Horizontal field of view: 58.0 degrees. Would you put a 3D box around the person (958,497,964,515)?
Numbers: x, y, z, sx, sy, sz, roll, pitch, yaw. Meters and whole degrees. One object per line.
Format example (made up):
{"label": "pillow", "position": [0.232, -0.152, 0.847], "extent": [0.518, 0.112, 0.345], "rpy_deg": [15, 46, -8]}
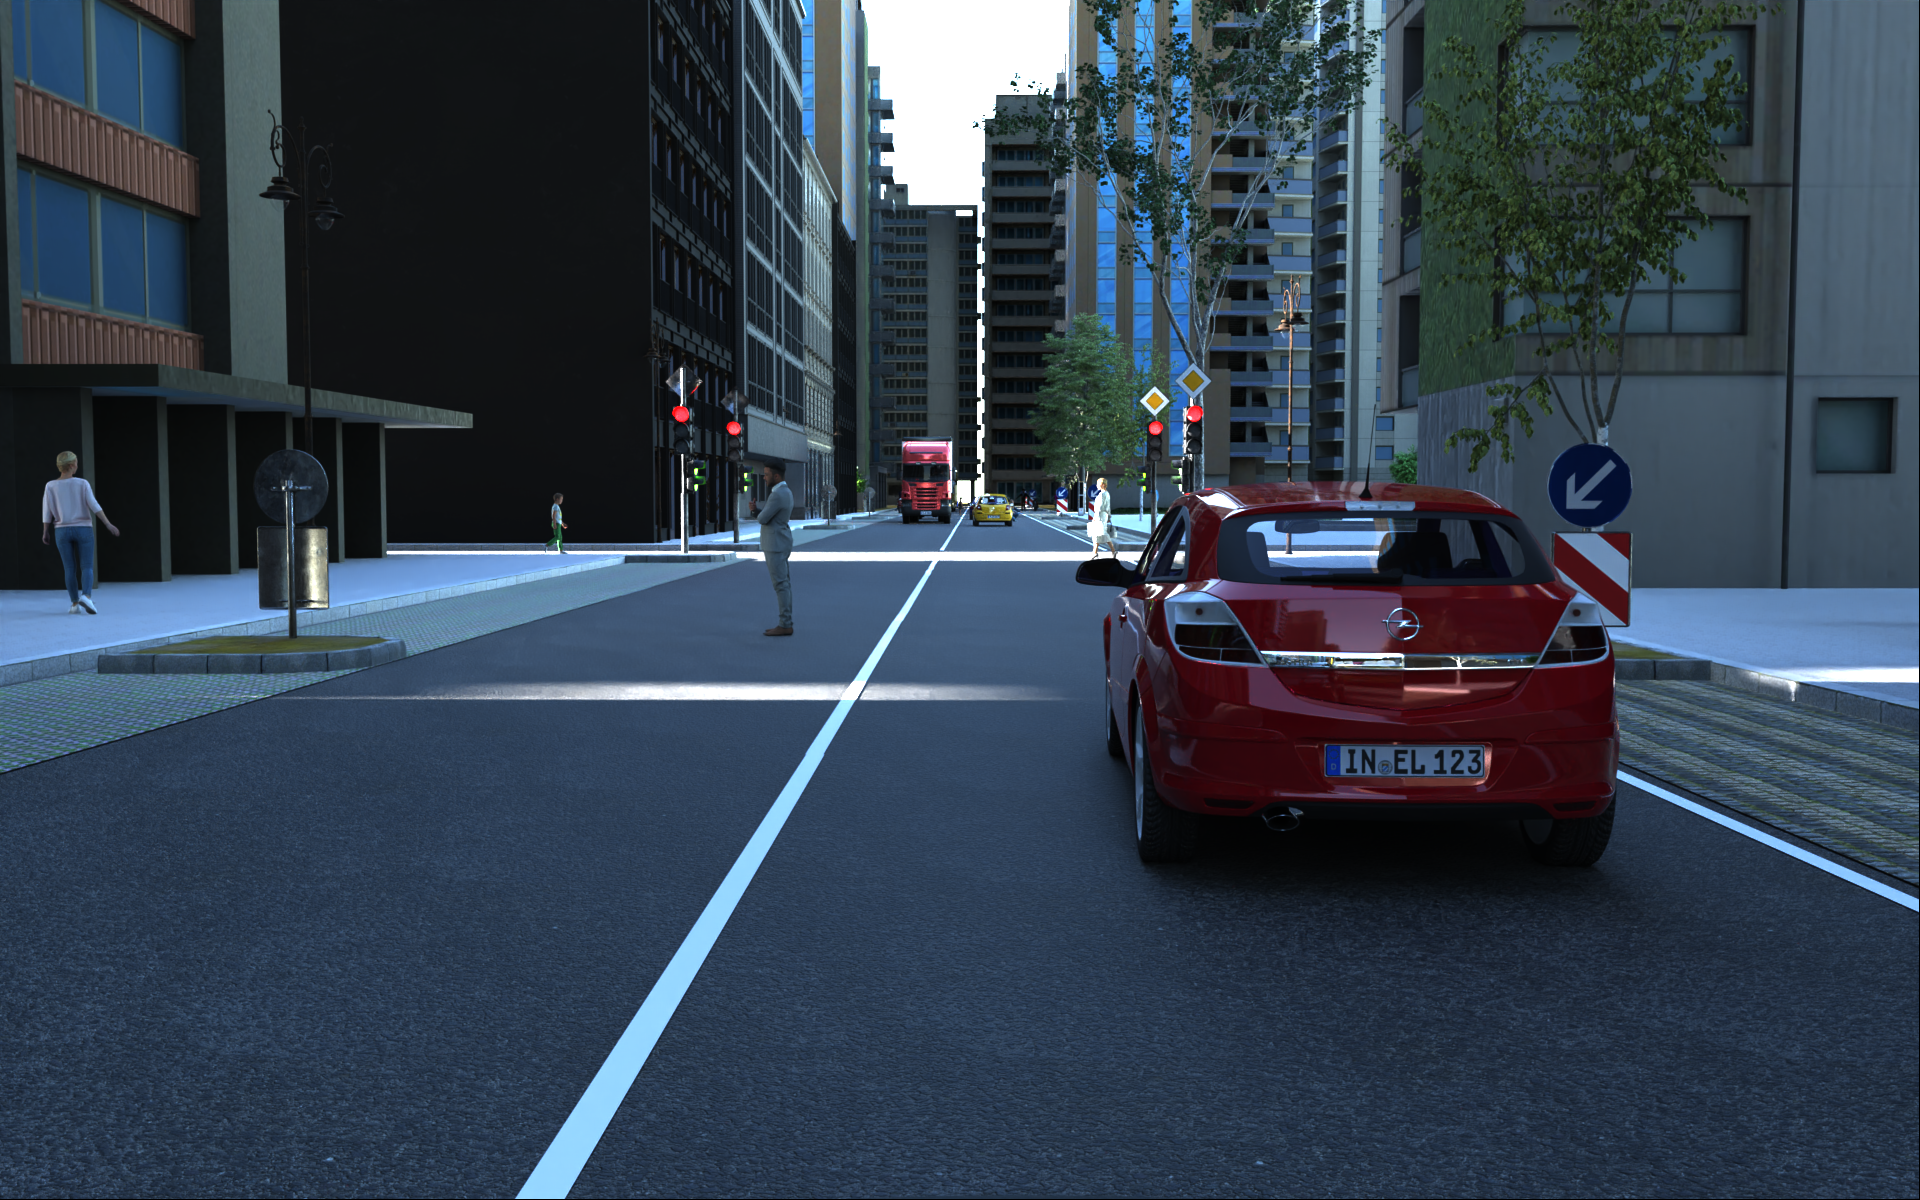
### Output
{"label": "person", "position": [0.075, -6.335, 116.743], "extent": [0.373, 1.253, 0.362], "rpy_deg": [-1, 4, -15]}

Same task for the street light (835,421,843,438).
{"label": "street light", "position": [-7.304, -8.017, 103.859], "extent": [0.468, 5.910, 1.993], "rpy_deg": [0, 4, 1]}

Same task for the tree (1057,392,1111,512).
{"label": "tree", "position": [8.633, -10.395, 120.315], "extent": [4.360, 8.622, 3.978], "rpy_deg": [0, 3, 0]}

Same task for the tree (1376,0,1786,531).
{"label": "tree", "position": [6.964, -4.202, 19.067], "extent": [4.737, 8.622, 4.395], "rpy_deg": [0, 3, 0]}

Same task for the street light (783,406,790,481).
{"label": "street light", "position": [-7.600, -6.236, 74.748], "extent": [0.468, 5.910, 1.993], "rpy_deg": [0, 4, 1]}

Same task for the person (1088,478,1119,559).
{"label": "person", "position": [3.137, -1.776, 37.890], "extent": [0.624, 1.780, 0.694], "rpy_deg": [2, 4, 35]}

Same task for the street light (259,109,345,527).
{"label": "street light", "position": [-8.060, -2.972, 21.378], "extent": [0.468, 5.910, 1.993], "rpy_deg": [0, 4, 1]}

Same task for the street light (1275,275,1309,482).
{"label": "street light", "position": [7.004, -3.910, 36.713], "extent": [0.468, 5.910, 1.993], "rpy_deg": [0, 4, 1]}

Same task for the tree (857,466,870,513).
{"label": "tree", "position": [-7.171, -7.689, 120.320], "extent": [1.663, 3.219, 1.824], "rpy_deg": [0, 3, 0]}

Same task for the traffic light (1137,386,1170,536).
{"label": "traffic light", "position": [5.035, -3.435, 45.082], "extent": [0.839, 4.253, 0.868], "rpy_deg": [0, 4, 1]}

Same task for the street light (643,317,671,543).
{"label": "street light", "position": [-7.917, -4.443, 45.435], "extent": [0.468, 5.910, 1.993], "rpy_deg": [0, 4, 1]}

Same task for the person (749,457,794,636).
{"label": "person", "position": [-1.920, -0.549, 17.659], "extent": [0.466, 1.800, 0.511], "rpy_deg": [-1, 4, -11]}

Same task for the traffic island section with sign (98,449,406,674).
{"label": "traffic island section with sign", "position": [-5.841, -0.368, 14.653], "extent": [1.989, 1.847, 2.006], "rpy_deg": [0, 4, 1]}

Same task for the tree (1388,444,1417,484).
{"label": "tree", "position": [29.652, -7.932, 113.396], "extent": [4.285, 4.588, 4.351], "rpy_deg": [0, 3, 0]}

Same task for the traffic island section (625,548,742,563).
{"label": "traffic island section", "position": [-5.943, -0.920, 37.321], "extent": [2.009, 0.180, 2.903], "rpy_deg": [0, 4, 1]}

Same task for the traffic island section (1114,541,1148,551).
{"label": "traffic island section", "position": [5.075, -1.402, 45.196], "extent": [2.009, 0.180, 2.903], "rpy_deg": [0, 4, 1]}

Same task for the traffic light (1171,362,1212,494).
{"label": "traffic light", "position": [4.958, -2.947, 37.097], "extent": [0.839, 4.253, 0.868], "rpy_deg": [0, 4, 1]}

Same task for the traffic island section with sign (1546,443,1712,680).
{"label": "traffic island section with sign", "position": [4.782, -0.341, 14.205], "extent": [1.989, 1.847, 2.006], "rpy_deg": [0, 4, 1]}

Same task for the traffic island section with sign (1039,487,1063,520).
{"label": "traffic island section with sign", "position": [5.587, -5.425, 97.318], "extent": [1.989, 1.847, 2.006], "rpy_deg": [0, 4, 1]}

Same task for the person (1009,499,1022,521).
{"label": "person", "position": [2.863, -4.682, 90.553], "extent": [0.738, 1.151, 1.012], "rpy_deg": [3, 5, 42]}

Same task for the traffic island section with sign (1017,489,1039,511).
{"label": "traffic island section with sign", "position": [6.076, -8.516, 147.858], "extent": [1.989, 1.847, 2.006], "rpy_deg": [0, 4, 1]}

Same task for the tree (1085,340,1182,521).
{"label": "tree", "position": [8.366, -8.042, 81.841], "extent": [4.737, 8.622, 4.395], "rpy_deg": [0, 3, 0]}

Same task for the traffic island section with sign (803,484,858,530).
{"label": "traffic island section with sign", "position": [-5.286, -3.770, 70.264], "extent": [1.989, 1.847, 2.006], "rpy_deg": [0, 4, 1]}

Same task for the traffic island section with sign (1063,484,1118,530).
{"label": "traffic island section with sign", "position": [5.312, -3.741, 69.793], "extent": [1.989, 1.847, 2.006], "rpy_deg": [0, 4, 1]}

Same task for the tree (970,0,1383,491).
{"label": "tree", "position": [6.536, -12.342, 57.677], "extent": [12.611, 20.169, 13.585], "rpy_deg": [0, 3, 0]}

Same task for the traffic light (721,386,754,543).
{"label": "traffic light", "position": [-5.826, -3.440, 45.171], "extent": [0.839, 4.253, 0.868], "rpy_deg": [0, 4, 1]}

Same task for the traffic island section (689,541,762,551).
{"label": "traffic island section", "position": [-5.866, -1.408, 45.306], "extent": [2.009, 0.180, 2.903], "rpy_deg": [0, 4, 1]}

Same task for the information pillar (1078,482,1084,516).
{"label": "information pillar", "position": [7.120, -5.962, 101.963], "extent": [0.304, 2.012, 0.304], "rpy_deg": [0, 4, -3]}

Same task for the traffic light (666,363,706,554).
{"label": "traffic light", "position": [-5.903, -2.952, 37.186], "extent": [0.839, 4.253, 0.868], "rpy_deg": [0, 4, 1]}

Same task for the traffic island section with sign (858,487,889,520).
{"label": "traffic island section with sign", "position": [-5.032, -5.425, 97.329], "extent": [1.989, 1.847, 2.006], "rpy_deg": [0, 4, 1]}

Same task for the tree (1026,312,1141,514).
{"label": "tree", "position": [8.009, -11.632, 108.314], "extent": [7.486, 12.596, 7.792], "rpy_deg": [0, 3, 0]}

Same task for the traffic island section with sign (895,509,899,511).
{"label": "traffic island section with sign", "position": [-4.545, -8.511, 147.782], "extent": [1.989, 1.847, 2.006], "rpy_deg": [0, 4, 1]}

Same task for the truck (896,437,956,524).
{"label": "truck", "position": [-1.629, -6.012, 87.217], "extent": [2.839, 4.237, 11.283], "rpy_deg": [0, 4, 0]}
